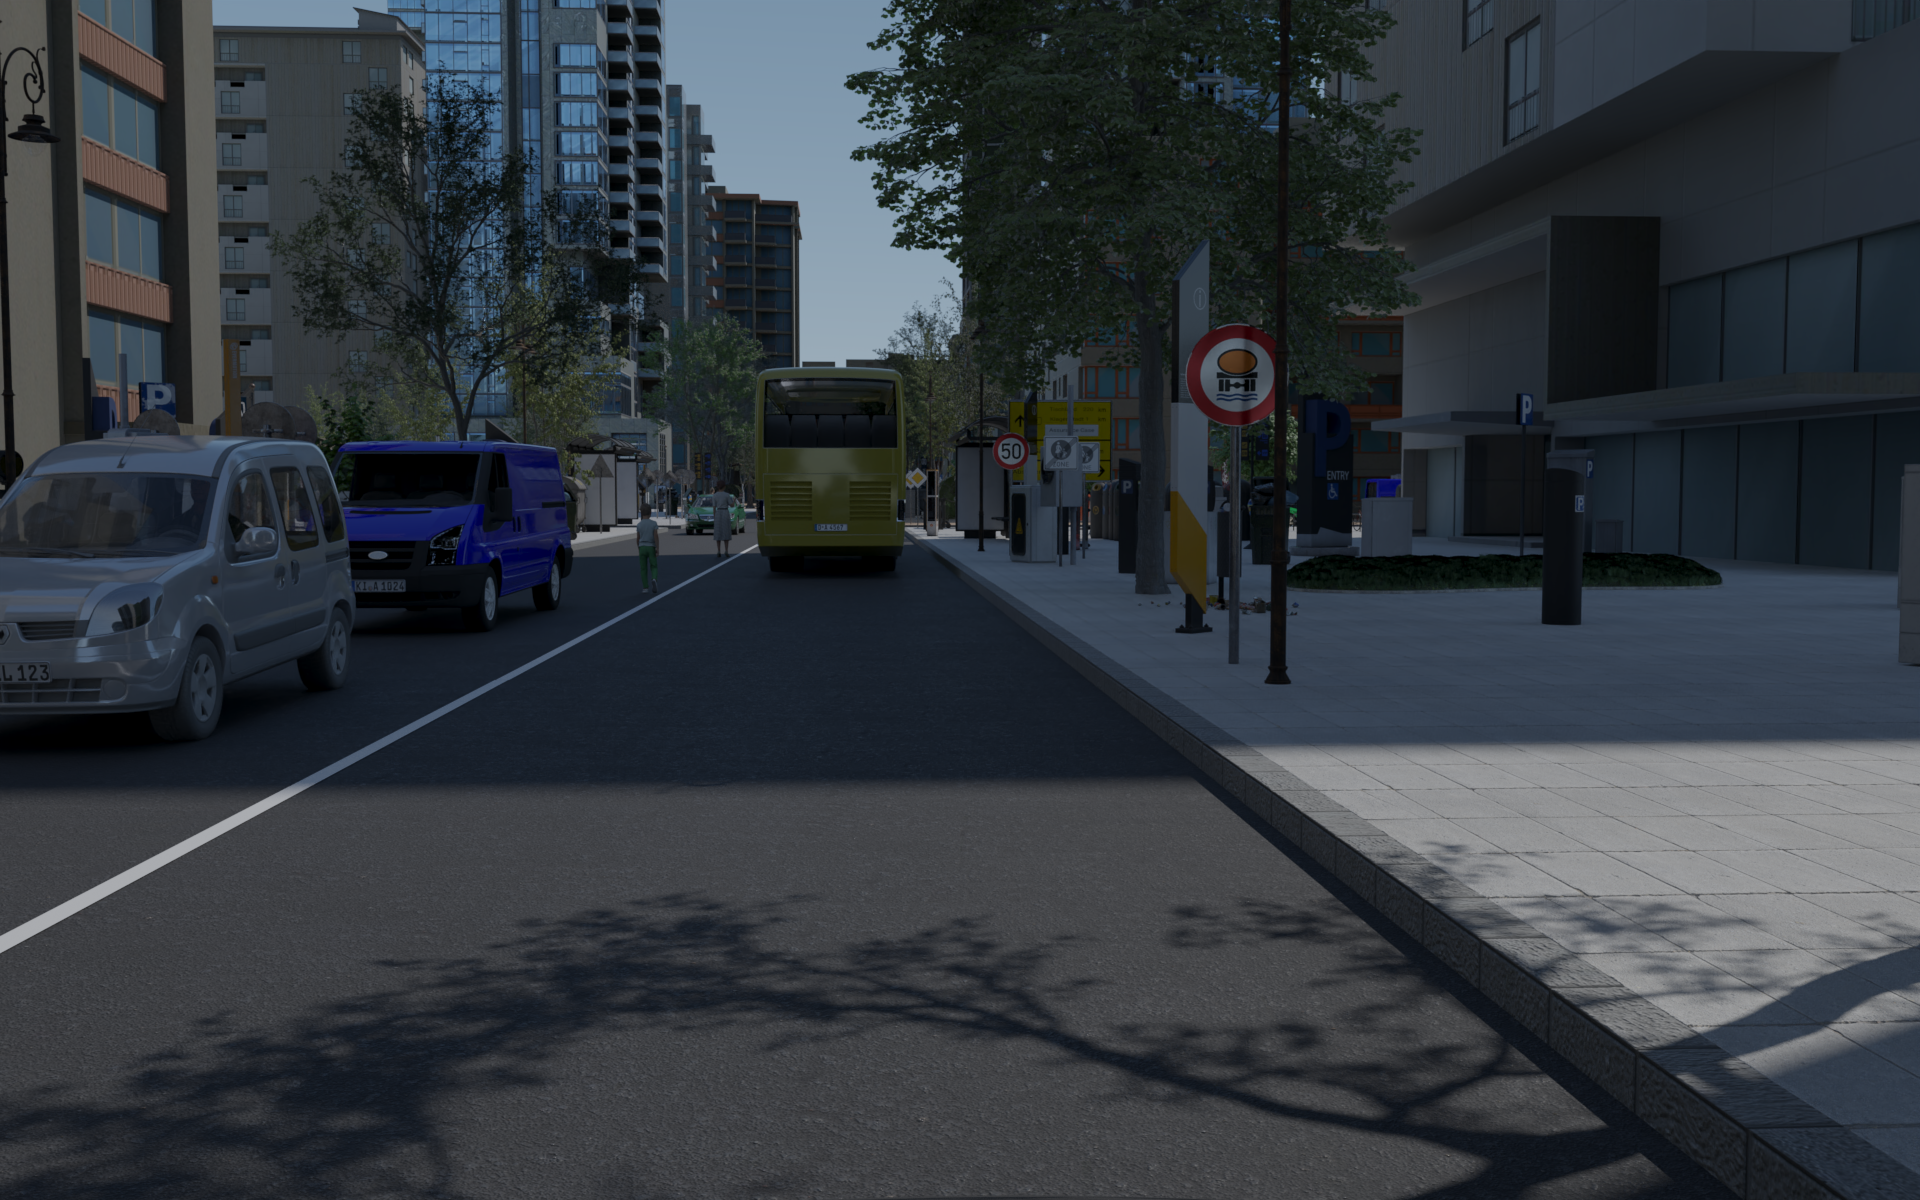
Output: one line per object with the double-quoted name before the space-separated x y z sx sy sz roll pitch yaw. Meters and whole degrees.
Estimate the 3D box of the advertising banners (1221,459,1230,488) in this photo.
"advertising banners" 12.007 -4.795 74.590 0.090 3.025 2.074 -3 5 -42

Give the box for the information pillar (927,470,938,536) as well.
"information pillar" -0.837 -2.942 52.587 0.304 2.012 0.304 1 4 11

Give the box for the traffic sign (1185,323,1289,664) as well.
"traffic sign" 2.072 -0.790 13.029 0.768 2.556 0.104 0 4 4

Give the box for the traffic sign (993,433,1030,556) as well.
"traffic sign" 1.063 -2.196 36.009 0.768 2.556 0.104 0 4 1

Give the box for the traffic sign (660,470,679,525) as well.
"traffic sign" -12.159 -4.218 72.612 0.795 2.450 0.064 0 4 -3

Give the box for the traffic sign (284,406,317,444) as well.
"traffic sign" -9.661 -1.524 25.018 0.768 2.556 0.104 0 4 1

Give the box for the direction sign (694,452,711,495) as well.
"direction sign" -13.964 -6.244 94.082 0.876 3.537 0.379 0 4 -5

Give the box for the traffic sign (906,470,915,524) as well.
"traffic sign" -2.082 -4.255 73.206 0.795 2.450 0.064 0 4 -3

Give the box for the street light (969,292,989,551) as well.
"street light" 0.476 -4.027 38.637 0.468 5.910 1.993 0 4 -3

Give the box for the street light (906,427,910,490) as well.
"street light" -2.848 -7.426 94.210 0.468 5.910 1.993 0 4 -3

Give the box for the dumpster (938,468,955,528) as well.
"dumpster" -0.079 -3.839 65.259 1.502 2.255 1.985 0 4 -4

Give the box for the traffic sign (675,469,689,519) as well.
"traffic sign" -14.131 -5.376 88.010 0.768 2.556 0.104 0 4 -3

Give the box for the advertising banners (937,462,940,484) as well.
"advertising banners" -1.006 -5.891 92.509 0.090 3.025 2.074 -1 4 -10

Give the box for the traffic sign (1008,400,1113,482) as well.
"traffic sign" 2.161 -2.665 37.447 2.265 3.308 0.079 0 4 -2

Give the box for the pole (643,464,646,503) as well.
"pole" -21.582 -7.625 118.518 0.158 3.312 0.155 0 3 0

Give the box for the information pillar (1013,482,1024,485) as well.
"information pillar" 1.528 -2.440 44.380 0.304 2.012 0.304 2 4 35

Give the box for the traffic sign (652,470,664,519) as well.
"traffic sign" -15.889 -5.551 90.864 0.768 2.556 0.104 0 4 1

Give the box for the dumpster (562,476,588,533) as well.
"dumpster" -13.009 -3.133 56.985 1.264 1.857 1.865 0 4 -4

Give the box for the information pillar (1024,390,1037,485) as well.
"information pillar" 1.508 -2.784 36.870 0.183 3.616 0.504 2 4 29

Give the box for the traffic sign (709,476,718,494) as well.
"traffic sign" -17.321 -7.421 121.433 0.768 2.556 0.104 0 4 6

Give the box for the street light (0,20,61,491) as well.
"street light" -9.145 -2.680 16.598 0.468 5.910 1.993 0 4 -3

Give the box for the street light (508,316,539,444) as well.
"street light" -10.772 -4.286 42.869 0.468 5.910 1.993 0 4 -3

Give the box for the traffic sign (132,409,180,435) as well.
"traffic sign" -12.015 -1.576 25.874 0.768 2.556 0.104 0 4 5

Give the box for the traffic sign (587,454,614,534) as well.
"traffic sign" -11.603 -3.420 55.921 0.884 2.594 0.081 0 4 3

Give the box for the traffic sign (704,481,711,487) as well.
"traffic sign" -17.872 -7.558 123.674 0.768 2.556 0.104 0 4 6

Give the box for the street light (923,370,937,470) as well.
"street light" -1.111 -5.632 64.864 0.468 5.910 1.993 0 4 -3

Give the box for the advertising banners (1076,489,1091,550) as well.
"advertising banners" 2.683 -2.653 39.556 0.090 3.025 2.074 1 4 19

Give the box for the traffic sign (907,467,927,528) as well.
"traffic sign" -1.594 -3.767 65.236 0.795 2.450 0.064 0 4 -3

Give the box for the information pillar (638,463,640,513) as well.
"information pillar" -22.142 -7.817 119.161 0.183 3.616 0.504 -1 4 -13

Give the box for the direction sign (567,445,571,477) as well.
"direction sign" -17.259 -5.217 77.301 0.876 3.537 0.379 3 5 43

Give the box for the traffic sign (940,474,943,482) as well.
"traffic sign" -1.337 -6.560 107.357 0.768 2.556 0.104 0 4 -3

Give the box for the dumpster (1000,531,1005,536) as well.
"dumpster" 0.880 -2.818 51.826 1.264 1.857 1.865 0 4 -3

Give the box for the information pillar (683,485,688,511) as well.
"information pillar" -21.139 -7.870 133.171 0.304 2.012 0.304 -2 4 -31

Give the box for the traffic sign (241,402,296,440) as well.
"traffic sign" -9.551 -1.455 23.900 0.768 2.556 0.104 0 4 -2

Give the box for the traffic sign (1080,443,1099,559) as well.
"traffic sign" 2.452 -1.966 34.273 0.606 2.300 0.079 0 4 2

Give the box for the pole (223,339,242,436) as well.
"pole" -9.595 -1.778 22.906 0.158 3.312 0.155 0 3 0

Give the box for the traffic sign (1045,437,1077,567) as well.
"traffic sign" 1.777 -1.738 30.544 0.606 2.300 0.079 0 4 2

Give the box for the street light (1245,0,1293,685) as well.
"street light" 2.154 -2.372 11.564 0.468 5.910 1.993 0 4 -3

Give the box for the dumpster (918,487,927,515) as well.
"dumpster" -1.955 -6.121 105.832 1.264 1.857 1.865 0 4 -3

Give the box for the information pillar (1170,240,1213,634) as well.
"information pillar" 2.115 -1.501 15.895 0.183 3.616 0.504 3 5 42

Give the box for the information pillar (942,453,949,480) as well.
"information pillar" -0.828 -6.565 98.691 0.183 3.616 0.504 -3 5 -39

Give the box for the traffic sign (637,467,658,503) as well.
"traffic sign" -11.671 -3.731 64.641 0.795 2.450 0.064 0 4 -3

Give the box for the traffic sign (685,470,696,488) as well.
"traffic sign" -14.300 -5.572 91.202 0.768 2.556 0.104 0 4 2

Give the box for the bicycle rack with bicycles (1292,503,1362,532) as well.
"bicycle rack with bicycles" 12.774 -2.851 59.996 2.852 0.926 2.925 0 4 -6

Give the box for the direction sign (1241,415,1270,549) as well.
"direction sign" 6.791 -2.952 40.259 0.876 3.537 0.379 3 5 40
